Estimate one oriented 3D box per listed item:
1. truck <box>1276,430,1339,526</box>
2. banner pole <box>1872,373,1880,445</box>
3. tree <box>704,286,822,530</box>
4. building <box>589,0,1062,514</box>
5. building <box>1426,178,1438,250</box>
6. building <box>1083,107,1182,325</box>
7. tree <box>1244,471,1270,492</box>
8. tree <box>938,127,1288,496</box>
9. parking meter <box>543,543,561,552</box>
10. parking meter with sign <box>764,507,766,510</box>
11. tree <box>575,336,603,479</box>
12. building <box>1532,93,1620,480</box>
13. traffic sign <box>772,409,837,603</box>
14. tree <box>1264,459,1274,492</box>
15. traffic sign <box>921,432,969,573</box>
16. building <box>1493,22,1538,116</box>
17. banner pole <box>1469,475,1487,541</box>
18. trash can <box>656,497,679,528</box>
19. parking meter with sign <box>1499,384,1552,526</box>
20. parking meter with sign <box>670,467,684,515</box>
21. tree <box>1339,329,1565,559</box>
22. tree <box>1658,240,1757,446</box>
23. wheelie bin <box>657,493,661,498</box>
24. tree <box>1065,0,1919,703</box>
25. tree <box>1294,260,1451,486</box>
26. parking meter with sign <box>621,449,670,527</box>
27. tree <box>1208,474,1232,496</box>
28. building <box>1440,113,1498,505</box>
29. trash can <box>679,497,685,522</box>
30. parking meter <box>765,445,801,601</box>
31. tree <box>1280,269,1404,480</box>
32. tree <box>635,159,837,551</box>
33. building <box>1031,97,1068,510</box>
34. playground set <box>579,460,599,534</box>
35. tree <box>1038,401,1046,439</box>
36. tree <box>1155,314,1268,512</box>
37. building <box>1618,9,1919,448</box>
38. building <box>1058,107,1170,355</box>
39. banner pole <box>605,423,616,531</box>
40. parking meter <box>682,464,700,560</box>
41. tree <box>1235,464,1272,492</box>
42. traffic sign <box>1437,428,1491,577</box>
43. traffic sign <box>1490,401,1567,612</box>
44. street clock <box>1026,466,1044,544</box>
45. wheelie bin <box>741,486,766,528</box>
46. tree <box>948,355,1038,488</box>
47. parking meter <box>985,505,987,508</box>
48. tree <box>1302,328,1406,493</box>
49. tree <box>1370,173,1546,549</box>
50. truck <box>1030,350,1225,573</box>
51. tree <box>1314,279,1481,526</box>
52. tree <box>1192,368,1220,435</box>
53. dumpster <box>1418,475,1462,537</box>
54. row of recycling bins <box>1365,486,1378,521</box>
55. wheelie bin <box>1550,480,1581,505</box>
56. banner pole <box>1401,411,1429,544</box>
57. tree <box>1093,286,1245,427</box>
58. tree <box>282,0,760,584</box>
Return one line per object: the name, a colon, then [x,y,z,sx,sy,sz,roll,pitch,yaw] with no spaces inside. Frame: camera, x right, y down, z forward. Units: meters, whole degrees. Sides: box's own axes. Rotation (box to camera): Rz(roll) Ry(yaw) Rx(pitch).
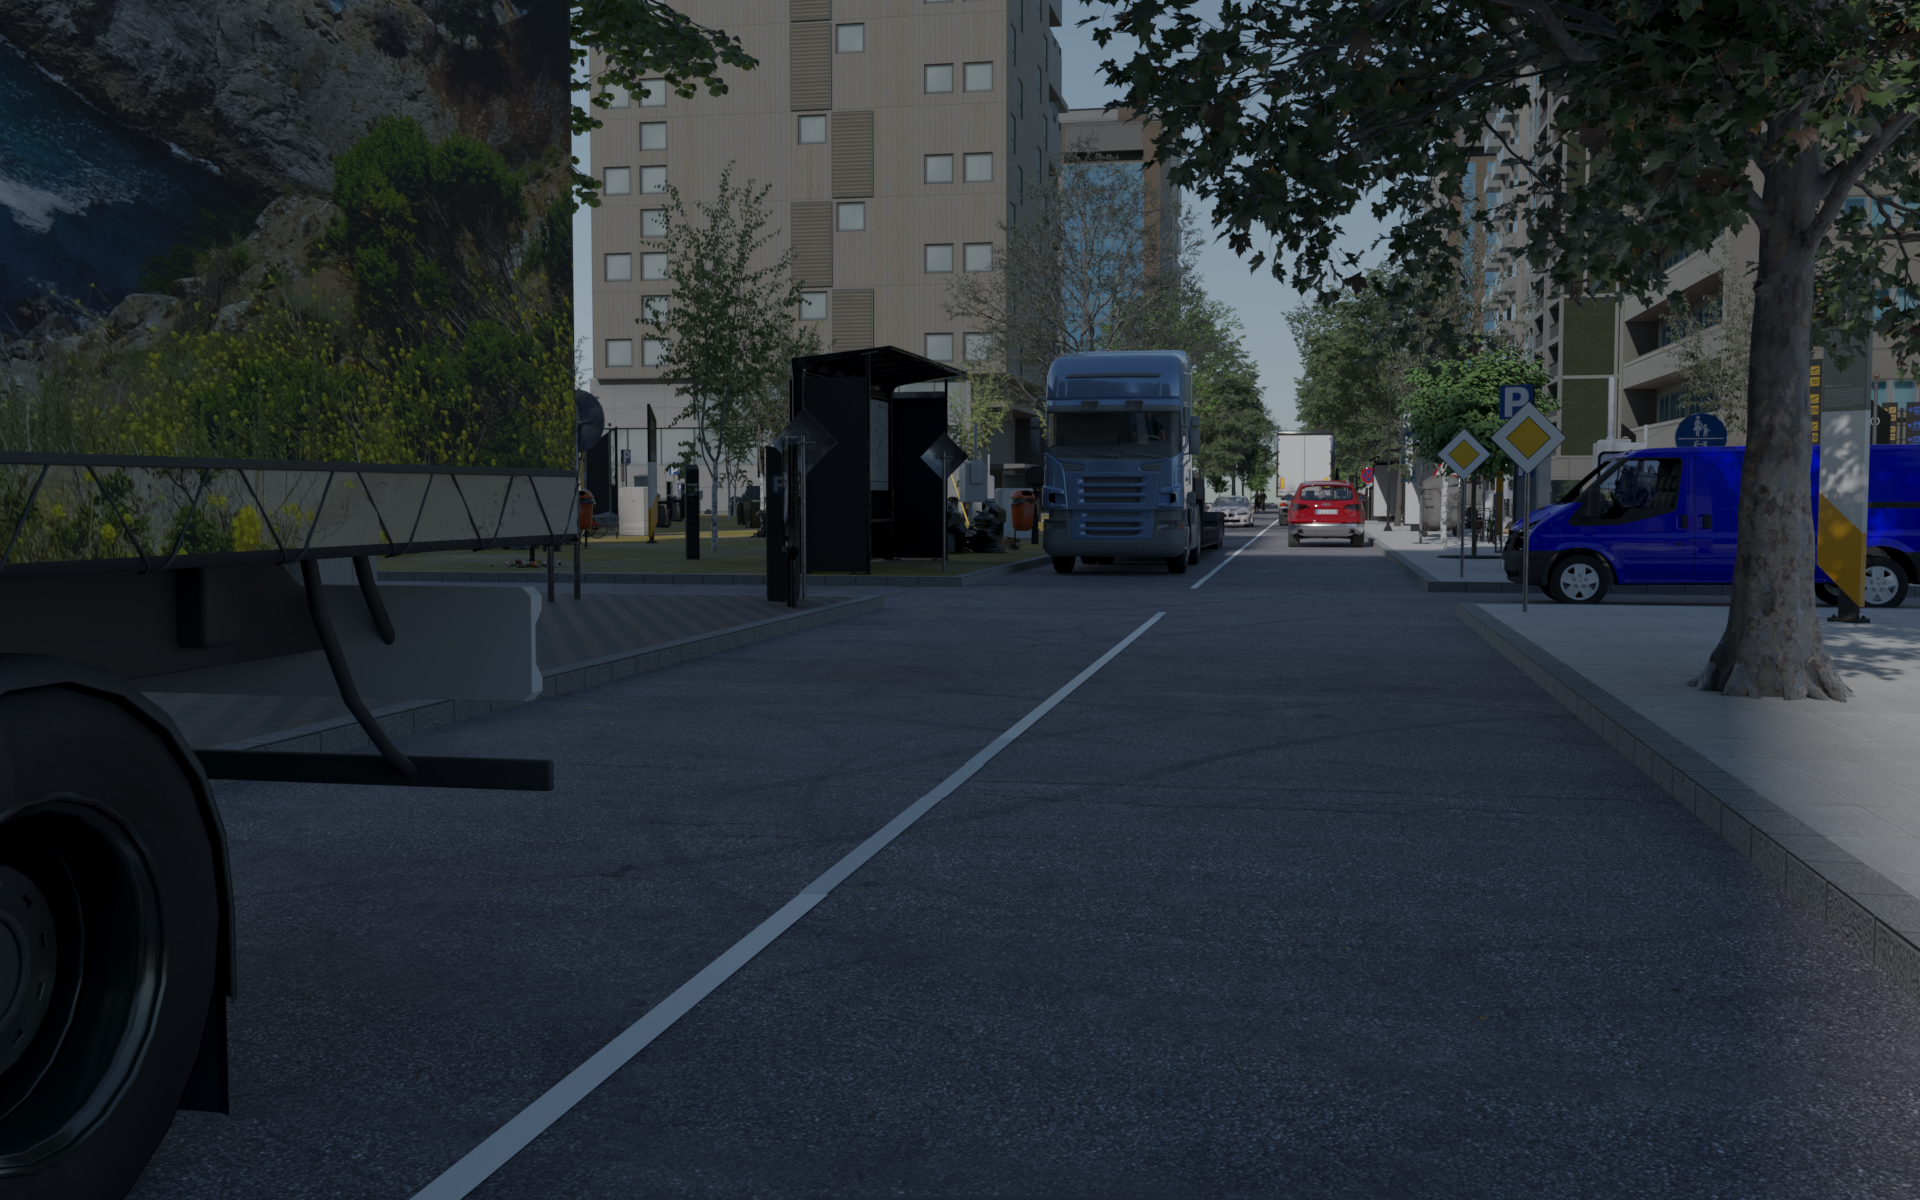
truck: [16.368,-5.668,81.584,2.839,4.237,11.283,1,4,13]
banner pole: [18.671,-2.803,35.845,0.863,3.779,0.401,0,4,3]
tree: [-6.859,-6.822,61.910,4.360,8.622,3.978,0,3,0]
building: [-7.775,-32.436,119.575,28.713,52.752,27.495,1,4,11]
building: [74.278,-37.735,236.575,23.786,49.044,30.456,1,4,11]
building: [16.485,-39.865,241.035,28.713,52.752,27.495,1,4,11]
tree: [37.395,-14.332,218.034,4.285,4.588,4.351,0,3,0]
tree: [4.460,-9.094,59.063,12.009,13.543,11.850,0,3,0]
parking meter: [-9.103,-2.014,38.636,0.399,1.863,0.255,0,4,3]
parking meter with sign: [-5.777,-3.829,58.863,1.738,3.016,0.543,1,4,14]
tree: [-17.388,-7.660,75.605,4.360,8.622,3.978,0,3,0]
building: [49.121,-41.575,118.007,20.563,71.187,20.611,1,4,11]
traffic sign: [-1.839,-1.025,20.402,0.795,2.450,0.064,1,4,11]
tree: [44.897,-18.764,257.146,4.360,8.622,3.978,0,3,0]
traffic sign: [-0.256,-1.504,28.229,0.795,2.450,0.064,1,4,11]
building: [55.777,-32.065,143.873,23.786,49.044,30.456,1,4,11]
banner pole: [14.102,-3.487,47.026,0.863,3.779,0.401,-3,4,-38]
trash can: [-11.314,-3.323,65.980,0.748,1.137,0.748,0,3,0]
parking meter with sign: [9.390,-1.963,28.351,0.543,3.016,1.738,3,4,38]
parking meter with sign: [-17.382,-6.772,106.977,0.543,3.016,1.738,-2,4,-29]
tree: [10.427,-3.122,34.763,4.285,4.588,4.351,0,3,0]
tree: [20.984,-5.869,46.317,4.360,8.622,3.978,0,3,0]
wheelie bin: [-12.982,-3.940,72.323,0.980,1.594,0.693,-1,4,-11]
tree: [5.254,-5.733,10.741,9.611,12.733,9.660,0,3,0]
tree: [22.140,-11.341,92.082,9.857,13.997,8.962,0,3,0]
parking meter with sign: [-12.298,-4.350,67.384,1.738,3.016,0.543,2,4,24]
tree: [19.092,-8.117,127.315,1.663,3.219,1.824,0,3,0]
building: [63.187,-33.712,201.297,14.600,45.320,14.200,1,4,11]
trash can: [-13.135,-4.200,80.322,0.748,1.137,0.748,0,3,0]
parking meter: [-2.113,-0.922,20.793,0.399,1.863,0.255,1,4,12]
tree: [33.420,-17.622,144.010,12.611,20.169,13.585,0,3,0]
tree: [-5.460,-5.431,39.156,4.737,8.622,4.395,0,3,0]
building: [-4.783,-27.750,145.600,32.217,40.220,23.993,1,4,11]
playground set: [-14.142,-4.241,56.115,5.302,4.214,5.637,1,4,10]
tree: [6.495,-8.964,96.921,4.737,8.622,4.395,0,3,0]
tree: [16.730,-13.002,119.241,9.857,13.997,8.962,0,3,0]
building: [38.312,-27.007,65.264,21.300,48.544,21.600,1,4,11]
building: [17.275,-33.931,204.874,14.600,45.320,14.200,1,4,11]
banner pole: [-12.196,-4.323,60.700,0.401,3.779,0.863,-2,4,-26]
parking meter: [-5.256,-1.730,33.990,0.255,1.863,0.399,-1,4,-14]
tree: [41.676,-17.853,242.264,4.737,8.622,4.395,0,3,0]
traffic sign: [7.723,-1.404,26.600,0.795,2.450,0.064,1,4,11]
traffic sign: [6.140,-0.925,18.773,0.795,2.450,0.064,1,4,11]
street clock: [1.916,-2.425,44.221,0.471,2.002,0.358,0,4,4]
wheelie bin: [-7.820,-3.522,65.486,0.980,1.594,0.693,-2,4,-33]
tree: [0.762,-8.578,90.617,4.737,8.622,4.395,0,3,0]
parking meter: [1.579,-5.299,95.044,0.372,1.533,0.369,0,3,0]
tree: [26.908,-12.198,117.563,7.486,12.596,7.792,0,3,0]
tree: [11.537,-5.532,40.807,4.360,8.622,3.978,0,3,0]
truck: [4.267,-2.971,38.333,2.967,4.110,18.799,1,4,11]
tree: [17.706,-8.197,68.433,7.601,10.594,8.767,0,4,1]
tree: [11.851,-8.781,93.925,4.737,8.622,4.395,0,3,0]
dumpster: [14.401,-2.817,51.818,1.264,1.857,1.865,1,4,11]
row of recycling bins: [20.381,-4.762,84.966,1.069,1.692,3.534,1,4,16]
wheelie bin: [13.289,-1.847,38.106,0.980,1.594,0.693,1,4,11]
banner pole: [11.750,-3.352,44.824,0.401,3.779,0.863,-3,5,-42]
tree: [9.773,-9.682,84.056,9.928,11.665,9.643,0,3,0]
tree: [-4.985,-5.739,11.958,7.486,12.596,7.792,0,3,0]
